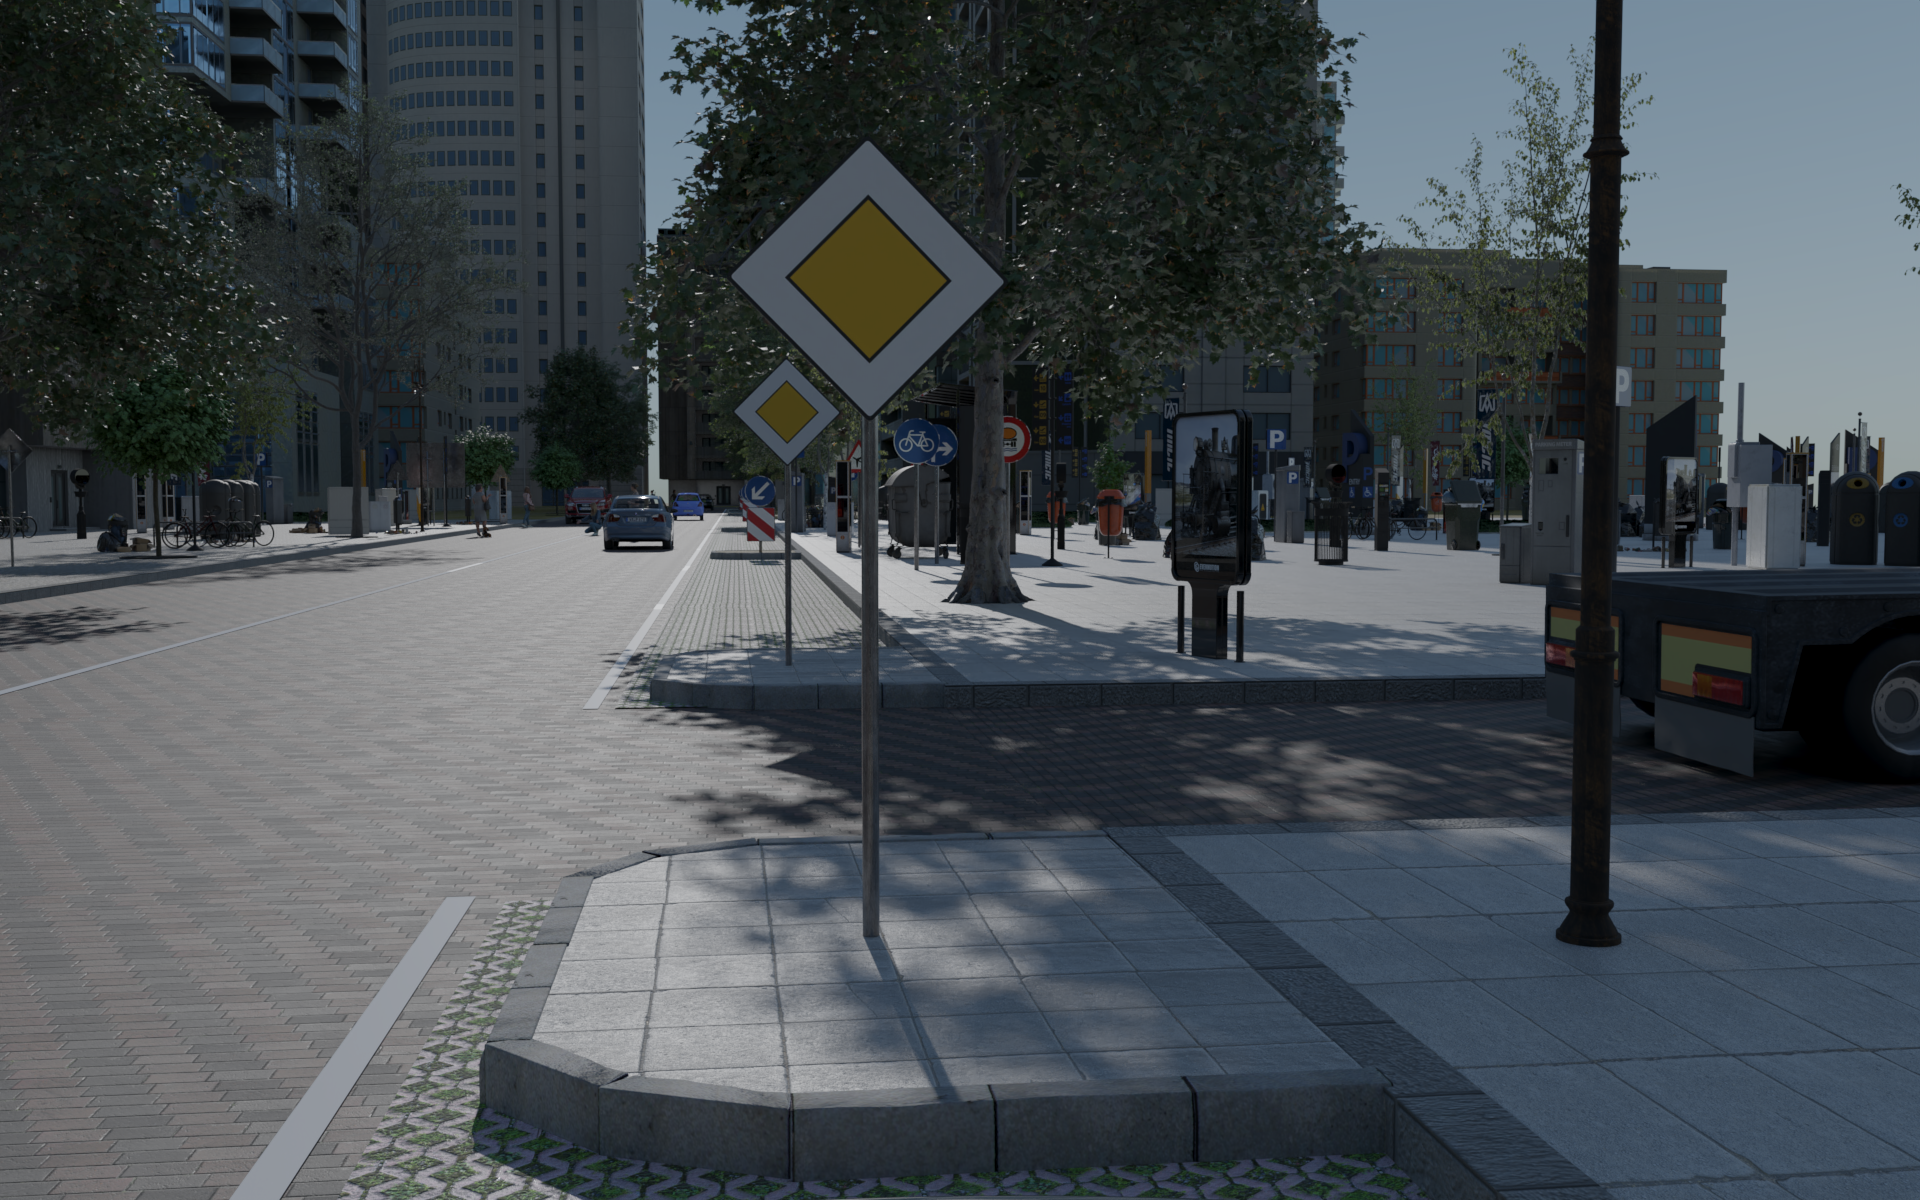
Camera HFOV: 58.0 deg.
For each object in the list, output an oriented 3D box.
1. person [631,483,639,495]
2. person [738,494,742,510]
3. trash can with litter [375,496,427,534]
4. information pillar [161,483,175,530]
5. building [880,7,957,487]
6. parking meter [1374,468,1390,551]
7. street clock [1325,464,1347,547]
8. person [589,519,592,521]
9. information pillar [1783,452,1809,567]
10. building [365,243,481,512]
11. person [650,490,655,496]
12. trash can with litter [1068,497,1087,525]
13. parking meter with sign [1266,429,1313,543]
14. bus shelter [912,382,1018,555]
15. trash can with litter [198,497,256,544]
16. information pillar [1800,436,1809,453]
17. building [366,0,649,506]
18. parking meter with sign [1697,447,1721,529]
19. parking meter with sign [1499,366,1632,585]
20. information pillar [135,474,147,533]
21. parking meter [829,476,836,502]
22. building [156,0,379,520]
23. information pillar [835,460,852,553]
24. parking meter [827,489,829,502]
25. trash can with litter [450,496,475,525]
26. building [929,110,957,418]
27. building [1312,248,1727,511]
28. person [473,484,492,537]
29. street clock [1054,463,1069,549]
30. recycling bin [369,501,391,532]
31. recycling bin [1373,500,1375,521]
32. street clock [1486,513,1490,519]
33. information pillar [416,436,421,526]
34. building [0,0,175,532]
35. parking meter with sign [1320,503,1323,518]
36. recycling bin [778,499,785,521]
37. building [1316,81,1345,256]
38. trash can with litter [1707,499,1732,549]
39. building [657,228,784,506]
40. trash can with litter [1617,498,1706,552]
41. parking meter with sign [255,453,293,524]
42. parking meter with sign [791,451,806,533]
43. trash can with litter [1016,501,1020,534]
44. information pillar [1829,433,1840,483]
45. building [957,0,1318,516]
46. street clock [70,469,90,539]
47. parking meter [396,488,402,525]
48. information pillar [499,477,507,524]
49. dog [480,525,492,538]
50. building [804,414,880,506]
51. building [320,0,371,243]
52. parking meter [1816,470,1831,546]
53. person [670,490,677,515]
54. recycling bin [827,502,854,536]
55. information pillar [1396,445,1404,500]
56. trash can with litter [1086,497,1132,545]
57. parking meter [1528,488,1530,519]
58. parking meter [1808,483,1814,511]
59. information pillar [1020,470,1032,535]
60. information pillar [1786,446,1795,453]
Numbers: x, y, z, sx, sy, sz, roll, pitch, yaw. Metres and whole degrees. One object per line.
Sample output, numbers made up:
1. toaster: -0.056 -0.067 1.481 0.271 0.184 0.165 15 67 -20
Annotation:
1. person: -10.180 -2.760 53.962 0.374 1.781 0.599 -1 4 -19
2. person: -18.938 -8.530 149.442 0.415 1.643 0.593 -1 4 -10
3. trash can with litter: -18.105 -2.764 56.251 1.678 1.210 2.233 -1 4 -11
4. information pillar: -28.503 -3.538 62.331 0.304 2.012 0.304 2 4 33
5. building: 4.808 -31.798 143.600 21.300 48.544 21.600 0 4 -7
6. parking meter: 9.527 -2.043 39.117 0.255 1.863 0.399 0 4 1
7. street clock: 9.056 -2.275 41.773 0.471 2.002 0.358 -2 4 -25
8. person: -19.500 -5.122 91.878 1.348 1.869 0.705 -1 4 -14
9. information pillar: 14.839 -1.606 30.748 0.304 2.012 0.304 1 4 11
10. building: -53.948 -17.674 134.008 28.899 21.520 27.650 0 4 -7
11. person: -20.624 -6.530 116.068 0.445 1.727 0.742 0 4 -1
12. trash can with litter: 4.842 -3.663 71.284 1.055 1.170 0.624 1 4 10
13. parking meter with sign: 8.638 -3.026 45.734 0.543 3.016 1.738 -1 4 -11
14. bus shelter: 0.034 -2.954 39.576 1.731 3.624 6.357 0 4 -8
15. trash can with litter: -19.394 -2.114 45.624 1.678 1.210 2.233 1 4 11
16. information pillar: 34.150 -4.815 70.086 0.504 3.616 0.183 -2 4 -35
17. building: -48.343 -39.475 187.416 28.212 58.520 21.231 0 4 -7
18. parking meter with sign: 27.410 -4.181 64.617 1.738 3.016 0.543 2 4 24
19. parking meter with sign: 8.439 -1.716 24.321 0.543 3.016 1.738 -3 5 -41
20. information pillar: -26.771 -3.188 56.611 0.304 2.012 0.304 -2 4 -27
21. parking meter: -4.010 -3.061 55.763 0.399 1.863 0.255 1 4 18
22. building: -45.972 -47.965 96.900 22.319 86.520 31.000 0 4 -7
23. information pillar: -2.539 -2.039 37.822 0.304 2.012 0.304 0 4 7
24. parking meter: -6.371 -4.619 83.938 0.372 1.533 0.369 0 3 0
25. trash can with litter: -20.872 -3.829 73.662 1.678 1.210 2.233 -2 4 -24
26. building: 4.477 -21.656 125.771 14.160 30.474 14.107 0 4 -7
27. building: 42.926 -18.380 145.545 28.899 21.520 27.650 0 4 -7
28. person: -16.036 -3.026 58.326 0.716 1.782 0.532 2 4 28
29. street clock: 2.345 -2.175 40.133 0.358 2.002 0.471 0 4 4
30. recycling bin: -19.974 -2.864 59.373 0.722 1.027 0.722 -2 4 -34
31. recycling bin: 18.546 -3.975 77.543 0.722 1.027 0.722 1 4 10
32. street clock: 22.944 -4.324 75.270 0.471 2.002 0.358 -2 4 -26
33. information pillar: -21.940 -4.822 70.195 0.183 3.616 0.504 -2 4 -29
34. building: -36.852 -17.591 59.308 14.160 30.474 14.107 0 4 -7
35. parking meter with sign: 16.499 -5.284 82.654 1.738 3.016 0.543 3 5 41
36. recycling bin: -8.353 -4.370 84.009 0.722 1.027 0.722 2 4 34
37. building: 27.263 -35.428 198.858 30.456 49.044 23.786 0 4 -7
38. trash can with litter: 17.793 -1.776 40.425 0.624 1.170 1.055 2 4 27
39. building: -25.593 -25.445 187.732 14.107 30.474 14.160 0 4 -7
40. trash can with litter: 15.383 -1.701 38.870 2.233 1.210 1.678 -1 4 -11
41. parking meter with sign: -29.174 -4.742 73.786 0.543 3.016 1.738 1 4 17
42. parking meter with sign: -5.403 -3.767 57.852 0.543 3.016 1.738 0 4 -1
43. trash can with litter: 1.758 -2.704 55.592 1.055 1.170 0.624 2 4 32
44. information pillar: 33.295 -4.563 65.960 0.504 3.616 0.183 -2 4 -28
45. building: 9.058 -40.937 107.566 20.563 71.187 20.611 0 4 -7
46. street clock: -25.079 -2.742 49.401 0.358 2.002 0.471 2 4 28
47. parking meter: -23.203 -3.851 71.376 0.372 1.533 0.369 0 3 0
48. information pillar: -19.655 -4.282 74.501 0.304 2.012 0.304 -1 4 -18
49. dog: -15.608 -2.240 56.818 0.550 0.427 0.748 1 4 11
50. building: -4.098 -35.173 194.689 30.456 49.044 23.786 0 4 -7
51. building: -73.367 -45.549 182.973 20.611 71.187 20.563 0 4 -7
52. parking meter: 21.259 -2.258 42.622 0.255 1.863 0.399 1 4 21
53. person: -18.853 -6.457 114.794 0.721 1.735 1.217 -3 5 -42
54. recycling bin: -3.646 -2.462 52.809 0.722 1.027 0.722 0 4 6
55. information pillar: 20.883 -5.560 82.267 0.504 3.616 0.183 -3 5 -43
56. trash can with litter: 3.801 -1.955 43.349 0.624 1.170 1.055 3 5 43
57. parking meter: 22.782 -3.700 68.904 0.372 1.533 0.369 0 3 0
58. parking meter: 46.302 -5.427 94.442 0.399 1.863 0.255 1 4 10
59. information pillar: 2.045 -3.024 53.928 0.304 2.012 0.304 1 4 18
60. information pillar: 40.649 -5.714 84.774 0.504 3.616 0.183 1 4 10
